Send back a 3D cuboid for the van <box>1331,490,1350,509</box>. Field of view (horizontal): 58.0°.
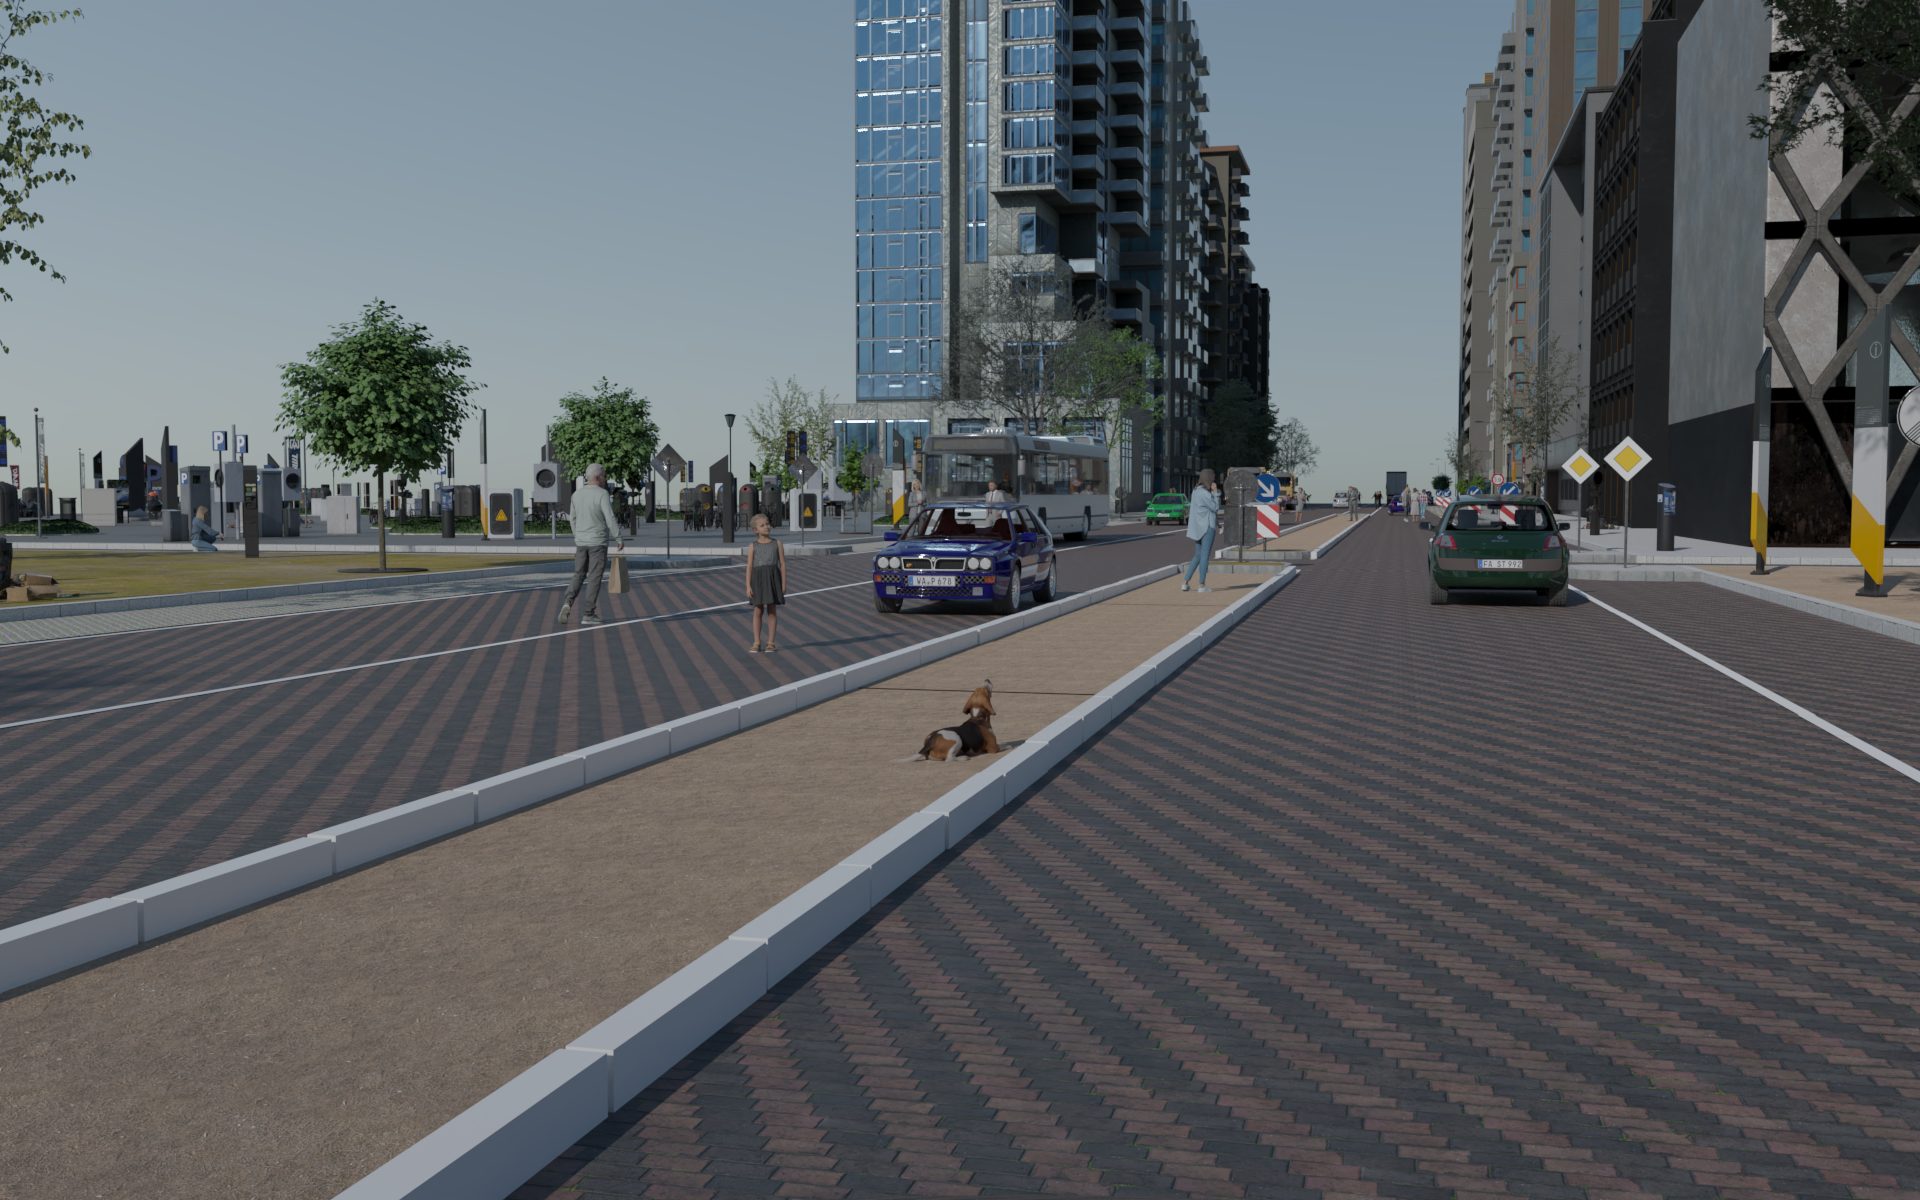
[{"bbox_3d":[37.545,-9.978,170.158,2.013,2.044,4.112,1,4,15],"label":"van"}]

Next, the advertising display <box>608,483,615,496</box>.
[{"bbox_3d":[-20.198,-5.776,99.658,0.123,1.923,0.974,2,4,27],"label":"advertising display"}]

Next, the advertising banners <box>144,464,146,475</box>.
[{"bbox_3d":[-49.018,-6.474,102.042,2.074,3.025,0.090,0,4,-5],"label":"advertising banners"}]

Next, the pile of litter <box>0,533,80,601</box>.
[{"bbox_3d":[-11.535,-0.434,21.057,1.176,0.858,1.719,3,4,37],"label":"pile of litter"}]

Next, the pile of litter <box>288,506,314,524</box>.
[{"bbox_3d":[-28.908,-3.777,75.723,1.176,0.858,1.719,-2,4,-32],"label":"pile of litter"}]

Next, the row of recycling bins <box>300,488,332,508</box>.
[{"bbox_3d":[-41.303,-6.353,110.989,3.534,1.692,1.069,3,5,45],"label":"row of recycling bins"}]

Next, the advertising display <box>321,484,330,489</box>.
[{"bbox_3d":[-41.475,-6.606,113.228,0.123,1.923,0.974,0,4,7],"label":"advertising display"}]

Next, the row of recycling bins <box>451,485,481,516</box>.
[{"bbox_3d":[-22.703,-4.394,78.955,1.069,1.692,3.534,-2,4,-34],"label":"row of recycling bins"}]

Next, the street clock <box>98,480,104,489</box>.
[{"bbox_3d":[-45.084,-5.285,90.982,0.358,2.002,0.471,-1,4,-20],"label":"street clock"}]

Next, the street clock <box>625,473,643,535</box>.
[{"bbox_3d":[-10.189,-3.023,53.992,0.471,2.002,0.358,-1,4,-8],"label":"street clock"}]

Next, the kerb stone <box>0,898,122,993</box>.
[{"bbox_3d":[-2.780,1.051,5.005,0.120,0.150,1.000,1,4,14],"label":"kerb stone"}]

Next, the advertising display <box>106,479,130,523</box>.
[{"bbox_3d":[-36.780,-4.311,75.701,0.123,1.923,0.974,2,4,34],"label":"advertising display"}]

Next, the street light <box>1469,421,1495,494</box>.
[{"bbox_3d":[33.242,-8.384,109.622,1.470,5.913,1.316,1,4,14],"label":"street light"}]

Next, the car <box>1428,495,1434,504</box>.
[{"bbox_3d":[62.698,-13.635,232.518,1.945,1.707,3.694,1,4,13],"label":"car"}]

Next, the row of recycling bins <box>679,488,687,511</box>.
[{"bbox_3d":[-17.613,-6.524,113.785,1.069,1.692,3.534,-1,4,-23],"label":"row of recycling bins"}]

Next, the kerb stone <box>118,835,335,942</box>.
[{"bbox_3d":[-2.526,0.995,5.998,0.120,0.150,1.000,1,4,14],"label":"kerb stone"}]

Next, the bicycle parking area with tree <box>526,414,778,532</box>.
[{"bbox_3d":[-10.842,-4.595,62.126,8.231,4.147,9.016,1,4,19],"label":"bicycle parking area with tree"}]

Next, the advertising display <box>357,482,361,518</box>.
[{"bbox_3d":[-32.617,-5.433,94.037,0.123,1.923,0.974,-1,4,-14],"label":"advertising display"}]

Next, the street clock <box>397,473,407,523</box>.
[{"bbox_3d":[-19.533,-3.432,60.688,0.358,2.002,0.471,-2,4,-34],"label":"street clock"}]

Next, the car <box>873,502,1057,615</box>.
[{"bbox_3d":[0.116,-0.570,21.901,1.945,1.354,3.894,1,4,13],"label":"car"}]

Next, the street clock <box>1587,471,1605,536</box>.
[{"bbox_3d":[20.109,-3.069,54.745,0.471,2.002,0.358,-1,4,-20],"label":"street clock"}]

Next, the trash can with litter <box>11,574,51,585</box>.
[{"bbox_3d":[-14.022,-0.813,24.354,2.233,1.210,1.678,-1,4,-11],"label":"trash can with litter"}]

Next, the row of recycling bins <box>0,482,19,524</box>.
[{"bbox_3d":[-34.185,-3.323,61.440,1.069,1.692,3.534,-3,4,-37],"label":"row of recycling bins"}]

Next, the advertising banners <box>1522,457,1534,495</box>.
[{"bbox_3d":[26.551,-5.189,81.034,0.090,3.025,2.074,0,4,5],"label":"advertising banners"}]

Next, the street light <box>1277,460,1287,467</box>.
[{"bbox_3d":[43.654,-16.066,235.214,1.470,5.913,1.316,1,4,14],"label":"street light"}]

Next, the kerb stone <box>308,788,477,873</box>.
[{"bbox_3d":[-2.278,0.929,7.000,0.120,0.150,1.000,1,4,14],"label":"kerb stone"}]

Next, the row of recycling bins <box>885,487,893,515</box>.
[{"bbox_3d":[-3.495,-6.099,106.826,1.069,1.692,3.534,-2,4,-31],"label":"row of recycling bins"}]

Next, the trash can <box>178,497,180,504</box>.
[{"bbox_3d":[-45.085,-5.361,99.309,0.748,1.137,0.748,0,3,0],"label":"trash can"}]

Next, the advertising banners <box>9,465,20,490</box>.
[{"bbox_3d":[-56.061,-6.617,104.368,2.074,3.025,0.090,-2,4,-26],"label":"advertising banners"}]

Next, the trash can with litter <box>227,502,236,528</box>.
[{"bbox_3d":[-27.363,-3.365,66.073,1.678,1.210,2.233,-1,4,-14],"label":"trash can with litter"}]

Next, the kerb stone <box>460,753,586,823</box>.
[{"bbox_3d":[-2.020,0.869,7.996,0.120,0.150,1.000,1,4,14],"label":"kerb stone"}]

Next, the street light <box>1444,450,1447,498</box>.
[{"bbox_3d":[52.185,-12.946,184.203,1.470,5.913,1.316,1,4,14],"label":"street light"}]

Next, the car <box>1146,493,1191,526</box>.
[{"bbox_3d":[9.714,-4.372,80.283,1.959,1.807,4.718,1,4,14],"label":"car"}]

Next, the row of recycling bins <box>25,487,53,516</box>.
[{"bbox_3d":[-54.275,-5.804,102.000,1.069,1.692,3.534,-1,4,-11],"label":"row of recycling bins"}]

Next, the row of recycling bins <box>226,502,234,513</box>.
[{"bbox_3d":[-50.087,-6.816,118.553,1.069,1.692,3.534,2,4,34],"label":"row of recycling bins"}]

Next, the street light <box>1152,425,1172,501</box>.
[{"bbox_3d":[13.586,-8.825,116.828,1.470,5.913,1.316,1,4,14],"label":"street light"}]

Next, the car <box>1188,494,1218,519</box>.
[{"bbox_3d":[13.861,-5.506,99.618,1.945,1.707,3.694,1,4,13],"label":"car"}]

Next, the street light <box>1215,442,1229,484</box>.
[{"bbox_3d":[23.327,-11.133,154.567,1.470,5.913,1.316,1,4,14],"label":"street light"}]

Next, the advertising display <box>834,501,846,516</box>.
[{"bbox_3d":[-6.984,-5.763,99.446,0.974,1.923,0.123,-3,4,-38],"label":"advertising display"}]

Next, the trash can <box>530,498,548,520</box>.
[{"bbox_3d":[-15.725,-3.253,64.835,0.748,1.137,0.748,0,3,0],"label":"trash can"}]

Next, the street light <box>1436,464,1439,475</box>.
[{"bbox_3d":[62.909,-15.542,226.657,1.470,5.913,1.316,1,4,14],"label":"street light"}]

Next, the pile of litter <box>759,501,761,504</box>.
[{"bbox_3d":[-13.088,-6.169,114.820,1.719,0.858,1.176,-3,5,-39],"label":"pile of litter"}]

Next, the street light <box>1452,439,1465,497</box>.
[{"bbox_3d":[42.635,-10.652,146.699,1.470,5.913,1.316,1,4,14],"label":"street light"}]

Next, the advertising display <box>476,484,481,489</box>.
[{"bbox_3d":[-32.291,-6.824,116.790,0.123,1.923,0.974,2,4,24],"label":"advertising display"}]

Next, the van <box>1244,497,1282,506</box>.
[{"bbox_3d":[13.877,-4.464,80.004,2.013,2.044,4.112,1,4,12],"label":"van"}]

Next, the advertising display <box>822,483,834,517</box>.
[{"bbox_3d":[-7.781,-5.699,98.386,0.974,1.923,0.123,-2,4,-32],"label":"advertising display"}]

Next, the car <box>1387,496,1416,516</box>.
[{"bbox_3d":[29.656,-6.336,116.179,1.945,1.354,3.894,1,4,12],"label":"car"}]

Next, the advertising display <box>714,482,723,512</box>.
[{"bbox_3d":[-13.150,-5.554,96.025,0.974,1.923,0.123,1,4,20],"label":"advertising display"}]

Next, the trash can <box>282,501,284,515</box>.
[{"bbox_3d":[-27.762,-3.590,70.352,0.748,1.137,0.748,0,3,0],"label":"trash can"}]

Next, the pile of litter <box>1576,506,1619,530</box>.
[{"bbox_3d":[23.345,-3.018,63.307,1.176,0.858,1.719,-1,4,-13],"label":"pile of litter"}]

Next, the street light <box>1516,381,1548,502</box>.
[{"bbox_3d":[23.555,-6.038,71.265,1.470,5.913,1.316,1,4,14],"label":"street light"}]

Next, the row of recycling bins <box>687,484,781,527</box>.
[{"bbox_3d":[-8.749,-3.723,67.980,3.534,1.692,1.069,0,4,6],"label":"row of recycling bins"}]

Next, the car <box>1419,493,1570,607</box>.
[{"bbox_3d":[7.269,-0.841,23.534,2.009,1.686,4.222,1,4,15],"label":"car"}]

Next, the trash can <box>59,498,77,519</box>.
[{"bbox_3d":[-37.004,-3.681,71.846,0.748,1.137,0.748,0,3,0],"label":"trash can"}]
